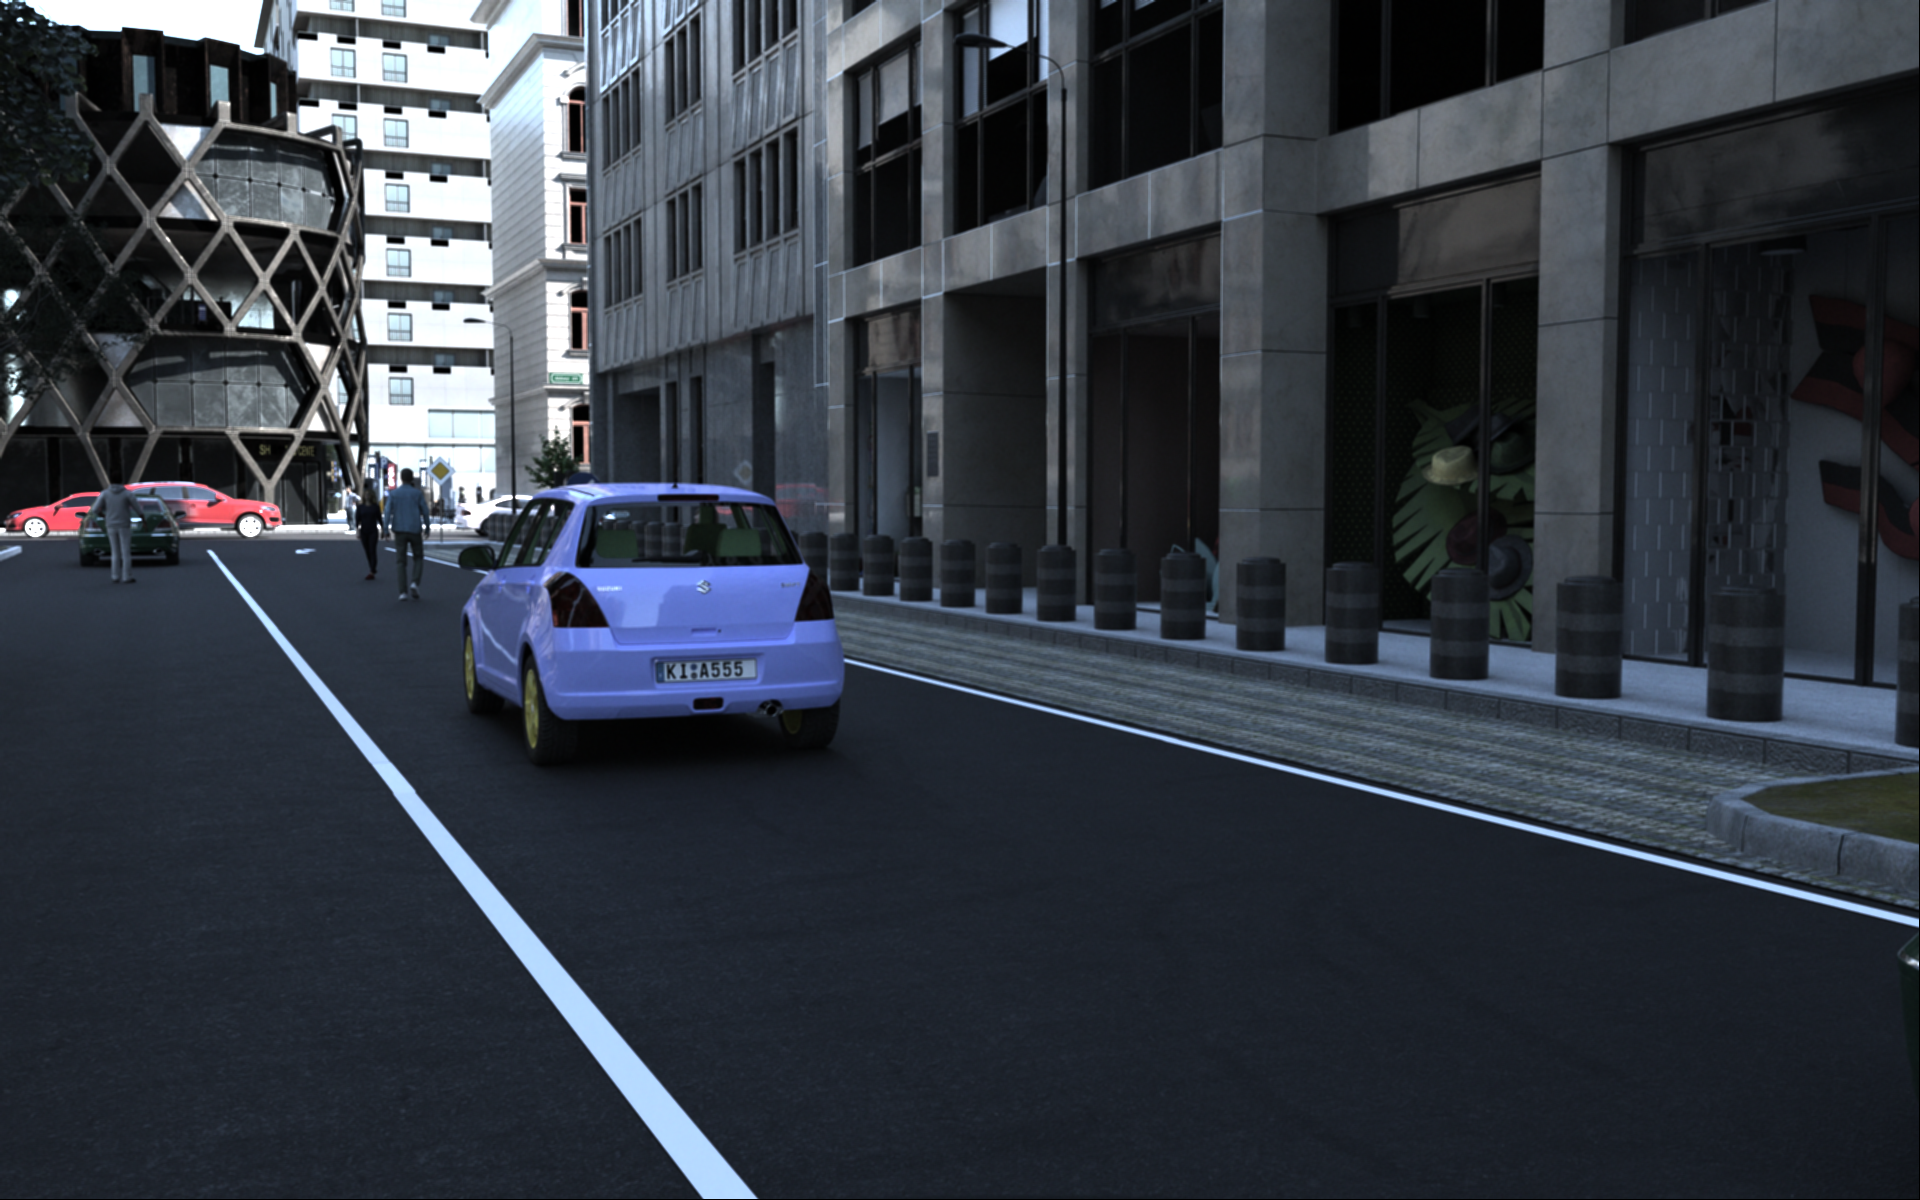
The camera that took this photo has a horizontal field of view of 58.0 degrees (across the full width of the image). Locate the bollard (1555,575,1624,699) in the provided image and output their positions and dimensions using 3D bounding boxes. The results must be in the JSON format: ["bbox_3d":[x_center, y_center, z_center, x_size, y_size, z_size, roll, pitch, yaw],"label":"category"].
[{"bbox_3d":[3.996,0.227,11.001,0.404,0.777,0.398,0,3,0],"label":"bollard"}]

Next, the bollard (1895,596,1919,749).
[{"bbox_3d":[4.998,0.361,8.815,0.404,0.777,0.398,0,3,0],"label":"bollard"}]

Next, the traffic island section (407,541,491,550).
[{"bbox_3d":[-13.653,-1.431,45.684,2.009,0.180,2.903,-2,4,-25],"label":"traffic island section"}]

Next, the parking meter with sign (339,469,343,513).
[{"bbox_3d":[-42.203,-7.597,120.466,0.543,3.016,1.738,3,5,42],"label":"parking meter with sign"}]

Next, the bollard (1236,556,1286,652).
[{"bbox_3d":[2.482,0.027,14.280,0.404,0.777,0.398,0,3,0],"label":"bollard"}]

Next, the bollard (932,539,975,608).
[{"bbox_3d":[-0.026,-0.308,19.748,0.404,0.777,0.398,0,3,0],"label":"bollard"}]

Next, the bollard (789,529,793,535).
[{"bbox_3d":[-2.548,-0.643,25.227,0.404,0.777,0.398,0,3,0],"label":"bollard"}]

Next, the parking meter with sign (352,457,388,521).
[{"bbox_3d":[-27.914,-5.243,81.990,1.738,3.016,0.543,2,4,25],"label":"parking meter with sign"}]

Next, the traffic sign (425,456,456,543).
[{"bbox_3d":[-13.671,-2.566,45.597,0.795,2.450,0.064,-2,4,-25],"label":"traffic sign"}]

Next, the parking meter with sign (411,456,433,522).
[{"bbox_3d":[-24.728,-5.016,78.267,1.738,3.016,0.543,-1,4,-17],"label":"parking meter with sign"}]

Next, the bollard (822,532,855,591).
[{"bbox_3d":[-1.536,-0.508,23.029,0.404,0.777,0.398,0,3,0],"label":"bollard"}]

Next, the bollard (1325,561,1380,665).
[{"bbox_3d":[2.986,0.093,13.189,0.404,0.777,0.398,0,3,0],"label":"bollard"}]

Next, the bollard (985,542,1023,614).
[{"bbox_3d":[0.474,-0.241,18.654,0.404,0.777,0.398,0,3,0],"label":"bollard"}]

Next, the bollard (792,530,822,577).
[{"bbox_3d":[-2.042,-0.576,24.134,0.404,0.777,0.398,0,3,0],"label":"bollard"}]

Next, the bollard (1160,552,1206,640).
[{"bbox_3d":[1.983,-0.040,15.379,0.404,0.777,0.398,0,3,0],"label":"bollard"}]

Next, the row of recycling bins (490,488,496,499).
[{"bbox_3d":[-31.305,-7.028,122.025,3.534,1.692,1.069,-1,4,-18],"label":"row of recycling bins"}]

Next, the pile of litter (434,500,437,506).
[{"bbox_3d":[-36.840,-6.578,121.507,1.719,0.858,1.176,0,4,3],"label":"pile of litter"}]

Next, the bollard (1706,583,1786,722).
[{"bbox_3d":[4.495,0.294,9.907,0.404,0.777,0.398,0,3,0],"label":"bollard"}]

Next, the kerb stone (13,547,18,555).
[{"bbox_3d":[-22.017,-1.094,40.159,0.120,0.150,1.000,-2,4,-25],"label":"kerb stone"}]

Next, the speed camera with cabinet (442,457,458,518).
[{"bbox_3d":[-27.596,-6.066,93.508,0.660,3.252,2.038,0,4,-5],"label":"speed camera with cabinet"}]

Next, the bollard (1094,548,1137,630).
[{"bbox_3d":[1.478,-0.107,16.470,0.404,0.777,0.398,0,3,0],"label":"bollard"}]

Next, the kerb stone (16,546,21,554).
[{"bbox_3d":[-22.447,-1.147,41.089,0.120,0.150,1.000,-2,4,-25],"label":"kerb stone"}]

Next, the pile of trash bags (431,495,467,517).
[{"bbox_3d":[-29.368,-5.364,97.452,3.447,1.369,1.912,-1,4,-15],"label":"pile of trash bags"}]

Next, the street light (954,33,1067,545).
[{"bbox_3d":[0.580,-2.771,17.844,1.470,5.913,1.316,-2,4,-25],"label":"street light"}]

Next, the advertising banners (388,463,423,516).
[{"bbox_3d":[-31.632,-6.269,98.678,2.074,3.025,0.090,-2,4,-35],"label":"advertising banners"}]

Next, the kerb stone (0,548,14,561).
[{"bbox_3d":[-21.588,-1.042,39.224,0.120,0.150,1.000,-2,4,-25],"label":"kerb stone"}]

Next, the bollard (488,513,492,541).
[{"bbox_3d":[-12.625,-1.983,47.140,0.404,0.777,0.398,0,3,0],"label":"bollard"}]

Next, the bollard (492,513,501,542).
[{"bbox_3d":[-12.124,-1.916,46.047,0.404,0.777,0.398,0,3,0],"label":"bollard"}]

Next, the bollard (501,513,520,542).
[{"bbox_3d":[-11.617,-1.850,44.957,0.404,0.777,0.398,0,3,0],"label":"bollard"}]

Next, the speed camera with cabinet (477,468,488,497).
[{"bbox_3d":[-35.904,-8.447,132.449,2.038,3.252,0.660,-3,5,-42],"label":"speed camera with cabinet"}]

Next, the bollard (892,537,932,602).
[{"bbox_3d":[-0.528,-0.375,20.840,0.404,0.777,0.398,0,3,0],"label":"bollard"}]

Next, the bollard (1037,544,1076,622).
[{"bbox_3d":[0.978,-0.174,17.563,0.404,0.777,0.398,0,3,0],"label":"bollard"}]

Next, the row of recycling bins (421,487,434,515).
[{"bbox_3d":[-32.781,-6.020,105.539,1.069,1.692,3.534,-2,4,-26],"label":"row of recycling bins"}]

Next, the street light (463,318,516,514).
[{"bbox_3d":[-12.455,-4.500,46.112,1.470,5.913,1.316,-2,4,-25],"label":"street light"}]

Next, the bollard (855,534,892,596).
[{"bbox_3d":[-1.032,-0.441,21.932,0.404,0.777,0.398,0,3,0],"label":"bollard"}]

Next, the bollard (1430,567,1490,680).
[{"bbox_3d":[3.492,0.160,12.098,0.404,0.777,0.398,0,3,0],"label":"bollard"}]
